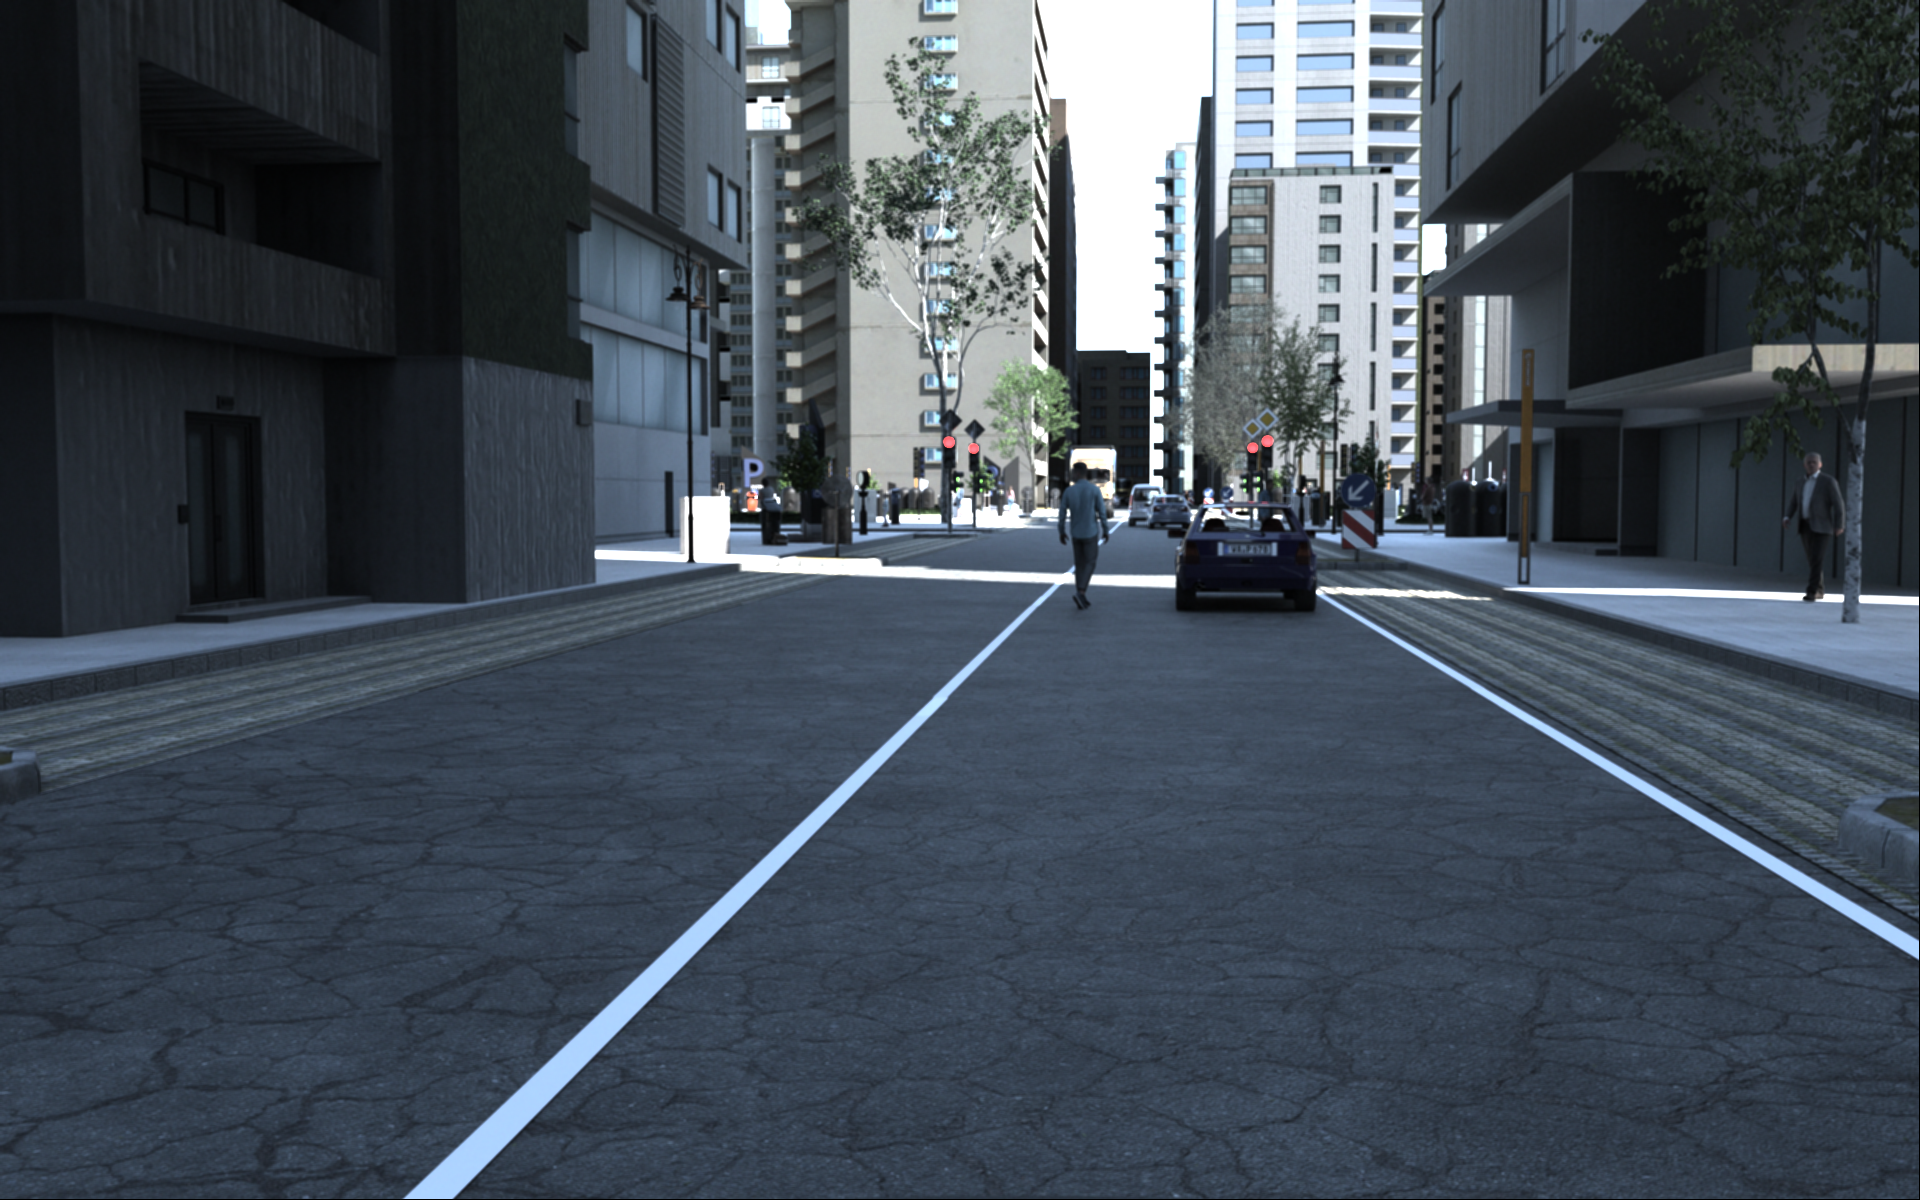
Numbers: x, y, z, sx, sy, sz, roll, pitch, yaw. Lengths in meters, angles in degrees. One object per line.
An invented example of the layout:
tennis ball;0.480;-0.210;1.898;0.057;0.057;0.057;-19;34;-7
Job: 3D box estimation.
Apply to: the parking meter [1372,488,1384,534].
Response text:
parking meter;13.342;-3.026;55.193;0.255;1.863;0.399;0;4;1

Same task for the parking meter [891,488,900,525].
parking meter;-2.725;-3.952;73.020;0.372;1.533;0.369;0;3;0

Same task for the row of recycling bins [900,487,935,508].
row of recycling bins;-3.044;-6.140;107.505;3.534;1.692;1.069;3;4;38

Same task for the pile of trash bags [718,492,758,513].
pile of trash bags;-11.162;-4.367;81.159;3.447;1.369;1.912;-1;4;-17

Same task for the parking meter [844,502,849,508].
parking meter;-8.473;-7.379;129.056;0.372;1.533;0.369;0;3;0

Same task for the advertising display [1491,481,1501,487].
advertising display;25.887;-4.835;84.269;0.123;1.923;0.974;-2;4;-29

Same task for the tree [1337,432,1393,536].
tree;12.440;-3.594;53.371;1.663;3.219;1.824;0;3;0

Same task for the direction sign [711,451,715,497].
direction sign;-13.144;-6.096;91.660;0.379;3.537;0.876;-2;4;-27

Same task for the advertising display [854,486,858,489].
advertising display;-7.999;-7.819;133.061;0.123;1.923;0.974;0;4;6

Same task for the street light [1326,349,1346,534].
street light;11.996;-5.053;55.404;0.468;5.910;1.993;0;4;6

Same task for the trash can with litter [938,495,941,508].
trash can with litter;-1.485;-6.879;123.524;1.678;1.210;2.233;0;4;-8

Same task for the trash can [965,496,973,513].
trash can;0.686;-7.490;134.109;0.748;1.137;0.748;0;3;0

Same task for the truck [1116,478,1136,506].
truck;19.800;-13.211;211.929;3.469;3.379;9.791;0;4;6

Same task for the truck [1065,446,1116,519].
truck;7.889;-6.948;102.511;2.839;4.237;11.283;0;4;6

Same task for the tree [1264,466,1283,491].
tree;21.552;-7.551;118.058;1.663;3.219;1.824;0;3;0

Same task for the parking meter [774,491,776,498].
parking meter;-15.055;-8.057;140.145;0.372;1.533;0.369;0;3;0

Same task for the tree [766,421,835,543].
tree;-4.028;-3.133;45.824;1.663;3.219;1.824;0;3;0

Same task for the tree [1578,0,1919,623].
tree;8.715;-4.087;17.182;4.737;8.622;4.395;0;3;0

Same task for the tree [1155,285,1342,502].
tree;16.995;-11.643;100.737;12.009;13.543;11.850;0;3;0

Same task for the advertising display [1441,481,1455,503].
advertising display;24.548;-4.983;86.690;0.974;1.923;0.123;0;4;-5

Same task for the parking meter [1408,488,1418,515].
parking meter;31.190;-6.785;119.346;0.372;1.533;0.369;0;3;0

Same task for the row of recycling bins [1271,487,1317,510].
row of recycling bins;20.265;-5.977;104.843;3.534;1.692;1.069;-2;4;-31

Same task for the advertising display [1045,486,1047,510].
advertising display;6.804;-8.059;136.986;0.123;1.923;0.974;1;4;9

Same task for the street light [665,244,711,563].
street light;-5.041;-3.640;32.294;0.468;5.910;1.993;0;4;6

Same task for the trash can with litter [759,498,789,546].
trash can with litter;-4.606;-1.966;43.531;0.624;1.170;1.055;-2;4;-33

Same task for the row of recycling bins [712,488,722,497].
row of recycling bins;-17.363;-6.610;115.188;3.534;1.692;1.069;2;4;28

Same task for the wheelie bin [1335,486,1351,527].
wheelie bin;15.099;-3.659;67.733;0.980;1.594;0.693;3;4;39

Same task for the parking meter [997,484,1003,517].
parking meter;2.281;-5.647;98.047;0.255;1.863;0.399;-1;4;-20

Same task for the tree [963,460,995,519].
tree;0.919;-5.805;89.517;1.663;3.219;1.824;0;3;0

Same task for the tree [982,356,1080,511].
tree;5.515;-12.499;130.108;9.928;11.665;9.643;0;3;0

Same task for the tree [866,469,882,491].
tree;-6.949;-8.298;130.278;1.663;3.219;1.824;0;3;0

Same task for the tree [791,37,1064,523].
tree;-1.806;-13.394;74.877;12.611;20.169;13.585;0;3;0

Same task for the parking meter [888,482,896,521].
parking meter;-3.255;-4.762;83.562;0.399;1.863;0.255;1;4;9

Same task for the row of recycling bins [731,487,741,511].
row of recycling bins;-13.033;-6.077;106.472;1.069;1.692;3.534;-2;4;-31

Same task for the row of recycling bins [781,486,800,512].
row of recycling bins;-8.454;-5.073;90.050;1.069;1.692;3.534;1;4;14

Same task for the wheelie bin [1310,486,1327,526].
wheelie bin;14.632;-3.841;70.712;0.693;1.594;0.980;0;4;8

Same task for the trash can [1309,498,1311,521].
trash can;16.719;-4.413;83.804;0.748;1.137;0.748;0;3;0

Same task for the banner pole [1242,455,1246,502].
banner pole;18.118;-7.363;110.406;0.401;3.779;0.863;0;4;-7

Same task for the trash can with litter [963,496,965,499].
trash can with litter;-0.052;-7.639;136.277;0.624;1.170;1.055;-3;4;-37

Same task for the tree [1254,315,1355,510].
tree;14.041;-7.449;72.153;4.737;8.622;4.395;0;3;0

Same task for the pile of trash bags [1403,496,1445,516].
pile of trash bags;23.446;-4.565;84.391;3.447;1.369;1.912;0;4;1

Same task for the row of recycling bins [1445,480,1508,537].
row of recycling bins;16.226;-2.759;52.222;3.534;1.692;1.069;-1;4;-17

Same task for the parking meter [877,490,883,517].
parking meter;-4.457;-5.374;96.277;0.372;1.533;0.369;0;3;0

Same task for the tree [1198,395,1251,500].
tree;19.455;-10.717;125.591;4.360;8.622;3.978;0;3;0

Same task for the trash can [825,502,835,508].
trash can;-4.321;-2.775;57.022;0.748;1.137;0.748;0;3;0
